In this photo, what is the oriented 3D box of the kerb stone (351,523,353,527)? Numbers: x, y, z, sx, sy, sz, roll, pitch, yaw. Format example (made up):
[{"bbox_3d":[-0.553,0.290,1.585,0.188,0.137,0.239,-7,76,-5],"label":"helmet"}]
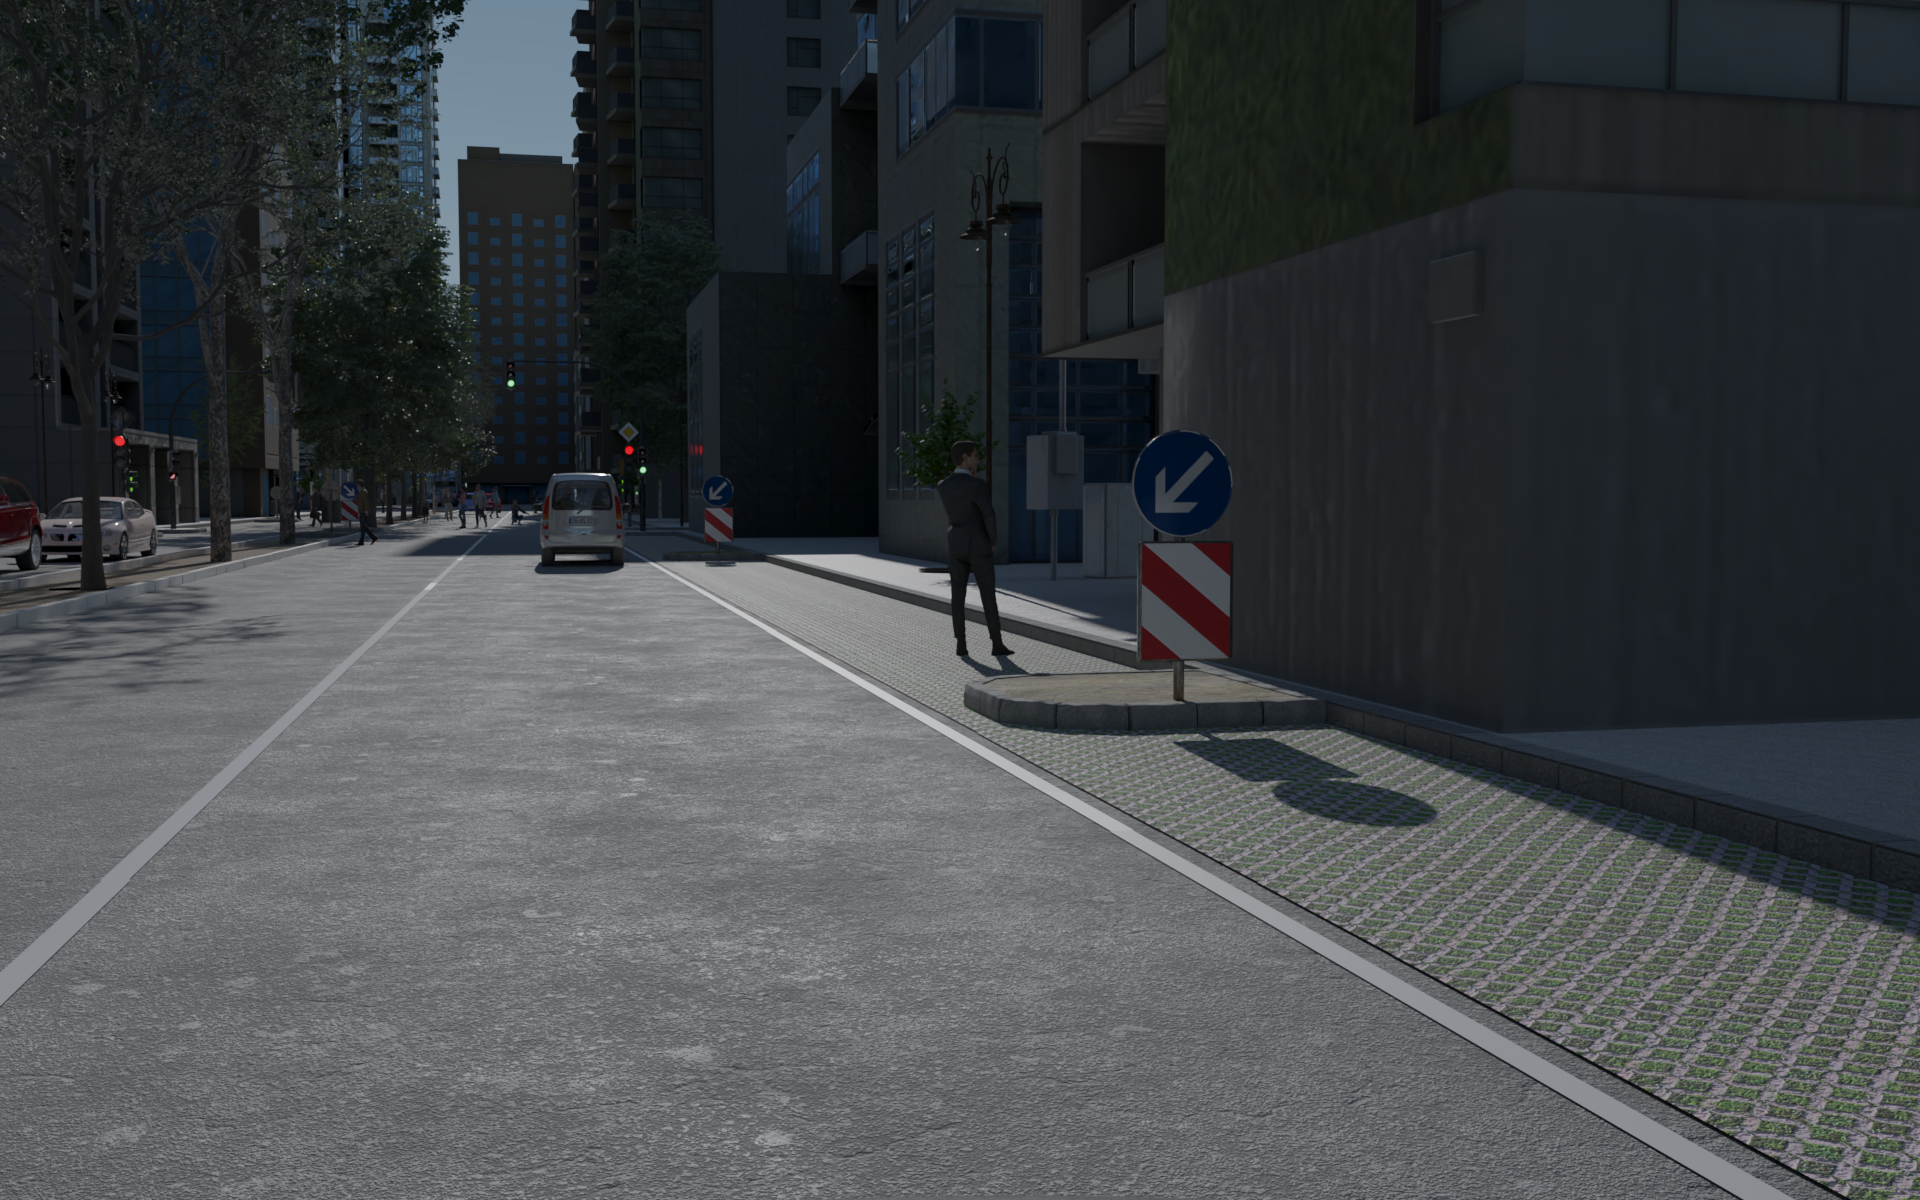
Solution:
[{"bbox_3d":[-26.125,-3.163,73.917,0.120,0.150,1.000,-1,4,-14],"label":"kerb stone"}]

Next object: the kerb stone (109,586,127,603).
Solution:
[{"bbox_3d":[-11.342,-0.055,23.139,0.120,0.150,1.000,-1,4,-14],"label":"kerb stone"}]

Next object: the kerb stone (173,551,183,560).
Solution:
[{"bbox_3d":[-17.093,-0.941,37.589,0.120,0.150,1.000,-1,4,-14],"label":"kerb stone"}]

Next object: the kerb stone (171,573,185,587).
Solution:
[{"bbox_3d":[-12.335,-0.298,27.111,0.120,0.150,1.000,-1,4,-14],"label":"kerb stone"}]

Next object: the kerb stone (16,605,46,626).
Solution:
[{"bbox_3d":[-10.354,0.185,19.170,0.120,0.150,1.000,-1,4,-14],"label":"kerb stone"}]

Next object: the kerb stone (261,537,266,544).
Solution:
[{"bbox_3d":[-20.076,-1.673,49.548,0.120,0.150,1.000,-1,4,-14],"label":"kerb stone"}]

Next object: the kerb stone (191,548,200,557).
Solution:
[{"bbox_3d":[-17.593,-1.063,39.576,0.120,0.150,1.000,-1,4,-14],"label":"kerb stone"}]

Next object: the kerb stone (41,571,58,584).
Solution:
[{"bbox_3d":[-14.629,-0.332,27.629,0.120,0.150,1.000,-1,4,-14],"label":"kerb stone"}]

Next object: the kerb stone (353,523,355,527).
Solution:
[{"bbox_3d":[-26.370,-3.220,74.909,0.120,0.150,1.000,-1,4,-14],"label":"kerb stone"}]

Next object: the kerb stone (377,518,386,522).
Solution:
[{"bbox_3d":[-30.323,-4.195,90.826,0.120,0.150,1.000,-1,4,-14],"label":"kerb stone"}]

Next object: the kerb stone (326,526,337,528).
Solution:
[{"bbox_3d":[-24.640,-2.798,67.943,0.120,0.150,1.000,-1,4,-14],"label":"kerb stone"}]

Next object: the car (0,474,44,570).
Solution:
[{"bbox_3d":[-18.055,-1.364,30.974,2.281,1.827,5.304,-1,4,-13],"label":"car"}]

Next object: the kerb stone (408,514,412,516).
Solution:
[{"bbox_3d":[-35.768,-5.537,112.721,0.120,0.150,1.000,-1,4,-14],"label":"kerb stone"}]

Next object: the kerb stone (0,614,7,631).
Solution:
[{"bbox_3d":[-10.109,0.247,18.175,0.120,0.150,1.000,-1,4,-14],"label":"kerb stone"}]

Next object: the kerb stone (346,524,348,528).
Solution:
[{"bbox_3d":[-25.625,-3.041,71.928,0.120,0.150,1.000,-1,4,-14],"label":"kerb stone"}]

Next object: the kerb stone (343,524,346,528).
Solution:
[{"bbox_3d":[-25.382,-2.981,70.935,0.120,0.150,1.000,-1,4,-14],"label":"kerb stone"}]

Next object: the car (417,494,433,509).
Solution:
[{"bbox_3d":[-50.048,-9.313,162.059,2.009,1.686,4.222,-1,4,-14],"label":"car"}]

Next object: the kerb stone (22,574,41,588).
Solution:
[{"bbox_3d":[-14.373,-0.263,26.628,0.120,0.150,1.000,-1,4,-14],"label":"kerb stone"}]

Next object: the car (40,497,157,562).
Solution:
[{"bbox_3d":[-19.091,-1.583,38.240,2.083,1.381,4.827,-1,4,-13],"label":"car"}]

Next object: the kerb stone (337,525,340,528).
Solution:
[{"bbox_3d":[-24.885,-2.859,68.945,0.120,0.150,1.000,-1,4,-14],"label":"kerb stone"}]

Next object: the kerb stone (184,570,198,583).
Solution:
[{"bbox_3d":[-12.581,-0.360,28.121,0.120,0.150,1.000,-1,4,-14],"label":"kerb stone"}]

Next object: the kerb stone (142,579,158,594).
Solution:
[{"bbox_3d":[-11.847,-0.179,25.122,0.120,0.150,1.000,-1,4,-14],"label":"kerb stone"}]

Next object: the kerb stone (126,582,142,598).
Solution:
[{"bbox_3d":[-11.601,-0.118,24.128,0.120,0.150,1.000,-1,4,-14],"label":"kerb stone"}]

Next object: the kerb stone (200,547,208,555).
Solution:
[{"bbox_3d":[-17.841,-1.124,40.570,0.120,0.150,1.000,-1,4,-14],"label":"kerb stone"}]

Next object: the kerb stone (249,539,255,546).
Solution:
[{"bbox_3d":[-19.573,-1.551,47.552,0.120,0.150,1.000,-1,4,-14],"label":"kerb stone"}]

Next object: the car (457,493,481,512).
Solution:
[{"bbox_3d":[-34.628,-6.920,122.728,1.945,1.707,3.694,-1,4,-15],"label":"car"}]

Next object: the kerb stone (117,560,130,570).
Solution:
[{"bbox_3d":[-15.865,-0.637,32.610,0.120,0.150,1.000,-1,4,-14],"label":"kerb stone"}]

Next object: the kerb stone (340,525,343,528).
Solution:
[{"bbox_3d":[-25.137,-2.918,69.940,0.120,0.150,1.000,-1,4,-14],"label":"kerb stone"}]

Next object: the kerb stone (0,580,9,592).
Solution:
[{"bbox_3d":[-14.137,-0.201,25.633,0.120,0.150,1.000,-1,4,-14],"label":"kerb stone"}]

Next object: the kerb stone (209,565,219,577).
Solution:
[{"bbox_3d":[-13.084,-0.484,30.105,0.120,0.150,1.000,-1,4,-14],"label":"kerb stone"}]

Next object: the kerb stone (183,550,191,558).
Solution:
[{"bbox_3d":[-17.351,-1.002,38.582,0.120,0.150,1.000,-1,4,-14],"label":"kerb stone"}]

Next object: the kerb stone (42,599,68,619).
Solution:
[{"bbox_3d":[-10.605,0.124,20.161,0.120,0.150,1.000,-1,4,-14],"label":"kerb stone"}]

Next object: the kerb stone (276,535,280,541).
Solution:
[{"bbox_3d":[-20.814,-1.855,52.531,0.120,0.150,1.000,-1,4,-14],"label":"kerb stone"}]

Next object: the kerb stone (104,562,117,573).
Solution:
[{"bbox_3d":[-15.613,-0.572,31.619,0.120,0.150,1.000,-1,4,-14],"label":"kerb stone"}]

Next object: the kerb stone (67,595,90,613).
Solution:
[{"bbox_3d":[-10.853,0.069,21.153,0.120,0.150,1.000,-1,4,-14],"label":"kerb stone"}]

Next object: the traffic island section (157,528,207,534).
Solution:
[{"bbox_3d":[-28.937,-2.533,63.695,2.009,0.180,2.903,-1,4,-14],"label":"traffic island section"}]

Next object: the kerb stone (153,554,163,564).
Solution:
[{"bbox_3d":[-16.606,-0.819,35.588,0.120,0.150,1.000,-1,4,-14],"label":"kerb stone"}]

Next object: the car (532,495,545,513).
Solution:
[{"bbox_3d":[-31.053,-7.164,129.714,1.945,1.354,3.894,-1,4,-14],"label":"car"}]

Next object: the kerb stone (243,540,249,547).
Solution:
[{"bbox_3d":[-19.325,-1.488,46.557,0.120,0.150,1.000,-1,4,-14],"label":"kerb stone"}]

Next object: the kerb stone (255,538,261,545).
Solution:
[{"bbox_3d":[-19.822,-1.611,48.553,0.120,0.150,1.000,-1,4,-14],"label":"kerb stone"}]

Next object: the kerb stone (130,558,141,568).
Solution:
[{"bbox_3d":[-16.110,-0.698,33.604,0.120,0.150,1.000,-1,4,-14],"label":"kerb stone"}]

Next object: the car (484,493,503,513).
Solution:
[{"bbox_3d":[-36.105,-7.566,132.745,2.155,1.783,4.494,-1,4,-15],"label":"car"}]

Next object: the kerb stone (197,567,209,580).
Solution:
[{"bbox_3d":[-12.826,-0.422,29.115,0.120,0.150,1.000,-1,4,-14],"label":"kerb stone"}]

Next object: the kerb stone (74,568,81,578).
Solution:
[{"bbox_3d":[-15.122,-0.454,29.617,0.120,0.150,1.000,-1,4,-14],"label":"kerb stone"}]

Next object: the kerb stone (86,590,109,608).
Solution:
[{"bbox_3d":[-11.100,0.003,22.146,0.120,0.150,1.000,-1,4,-14],"label":"kerb stone"}]

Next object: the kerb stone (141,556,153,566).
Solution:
[{"bbox_3d":[-16.352,-0.759,34.598,0.120,0.150,1.000,-1,4,-14],"label":"kerb stone"}]

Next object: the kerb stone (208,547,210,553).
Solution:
[{"bbox_3d":[-18.088,-1.184,41.562,0.120,0.150,1.000,-1,4,-14],"label":"kerb stone"}]

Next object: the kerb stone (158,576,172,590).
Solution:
[{"bbox_3d":[-12.089,-0.232,26.115,0.120,0.150,1.000,-1,4,-14],"label":"kerb stone"}]

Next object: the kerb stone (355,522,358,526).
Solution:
[{"bbox_3d":[-26.613,-3.285,75.902,0.120,0.150,1.000,-1,4,-14],"label":"kerb stone"}]

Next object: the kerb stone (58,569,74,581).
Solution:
[{"bbox_3d":[-14.874,-0.393,28.624,0.120,0.150,1.000,-1,4,-14],"label":"kerb stone"}]

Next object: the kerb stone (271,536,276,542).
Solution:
[{"bbox_3d":[-20.564,-1.794,51.535,0.120,0.150,1.000,-1,4,-14],"label":"kerb stone"}]

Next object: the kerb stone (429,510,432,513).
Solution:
[{"bbox_3d":[-41.697,-6.998,136.605,0.120,0.150,1.000,-1,4,-14],"label":"kerb stone"}]

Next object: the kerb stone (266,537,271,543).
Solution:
[{"bbox_3d":[-20.314,-1.733,50.542,0.120,0.150,1.000,-1,4,-14],"label":"kerb stone"}]

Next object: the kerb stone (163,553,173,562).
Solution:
[{"bbox_3d":[-16.850,-0.879,36.596,0.120,0.150,1.000,-1,4,-14],"label":"kerb stone"}]

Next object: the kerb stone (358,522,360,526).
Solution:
[{"bbox_3d":[-26.863,-3.346,76.904,0.120,0.150,1.000,-1,4,-14],"label":"kerb stone"}]

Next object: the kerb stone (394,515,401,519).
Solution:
[{"bbox_3d":[-33.053,-4.864,101.768,0.120,0.150,1.000,-1,4,-14],"label":"kerb stone"}]

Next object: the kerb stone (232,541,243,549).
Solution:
[{"bbox_3d":[-19.077,-1.428,45.548,0.120,0.150,1.000,-1,4,-14],"label":"kerb stone"}]
